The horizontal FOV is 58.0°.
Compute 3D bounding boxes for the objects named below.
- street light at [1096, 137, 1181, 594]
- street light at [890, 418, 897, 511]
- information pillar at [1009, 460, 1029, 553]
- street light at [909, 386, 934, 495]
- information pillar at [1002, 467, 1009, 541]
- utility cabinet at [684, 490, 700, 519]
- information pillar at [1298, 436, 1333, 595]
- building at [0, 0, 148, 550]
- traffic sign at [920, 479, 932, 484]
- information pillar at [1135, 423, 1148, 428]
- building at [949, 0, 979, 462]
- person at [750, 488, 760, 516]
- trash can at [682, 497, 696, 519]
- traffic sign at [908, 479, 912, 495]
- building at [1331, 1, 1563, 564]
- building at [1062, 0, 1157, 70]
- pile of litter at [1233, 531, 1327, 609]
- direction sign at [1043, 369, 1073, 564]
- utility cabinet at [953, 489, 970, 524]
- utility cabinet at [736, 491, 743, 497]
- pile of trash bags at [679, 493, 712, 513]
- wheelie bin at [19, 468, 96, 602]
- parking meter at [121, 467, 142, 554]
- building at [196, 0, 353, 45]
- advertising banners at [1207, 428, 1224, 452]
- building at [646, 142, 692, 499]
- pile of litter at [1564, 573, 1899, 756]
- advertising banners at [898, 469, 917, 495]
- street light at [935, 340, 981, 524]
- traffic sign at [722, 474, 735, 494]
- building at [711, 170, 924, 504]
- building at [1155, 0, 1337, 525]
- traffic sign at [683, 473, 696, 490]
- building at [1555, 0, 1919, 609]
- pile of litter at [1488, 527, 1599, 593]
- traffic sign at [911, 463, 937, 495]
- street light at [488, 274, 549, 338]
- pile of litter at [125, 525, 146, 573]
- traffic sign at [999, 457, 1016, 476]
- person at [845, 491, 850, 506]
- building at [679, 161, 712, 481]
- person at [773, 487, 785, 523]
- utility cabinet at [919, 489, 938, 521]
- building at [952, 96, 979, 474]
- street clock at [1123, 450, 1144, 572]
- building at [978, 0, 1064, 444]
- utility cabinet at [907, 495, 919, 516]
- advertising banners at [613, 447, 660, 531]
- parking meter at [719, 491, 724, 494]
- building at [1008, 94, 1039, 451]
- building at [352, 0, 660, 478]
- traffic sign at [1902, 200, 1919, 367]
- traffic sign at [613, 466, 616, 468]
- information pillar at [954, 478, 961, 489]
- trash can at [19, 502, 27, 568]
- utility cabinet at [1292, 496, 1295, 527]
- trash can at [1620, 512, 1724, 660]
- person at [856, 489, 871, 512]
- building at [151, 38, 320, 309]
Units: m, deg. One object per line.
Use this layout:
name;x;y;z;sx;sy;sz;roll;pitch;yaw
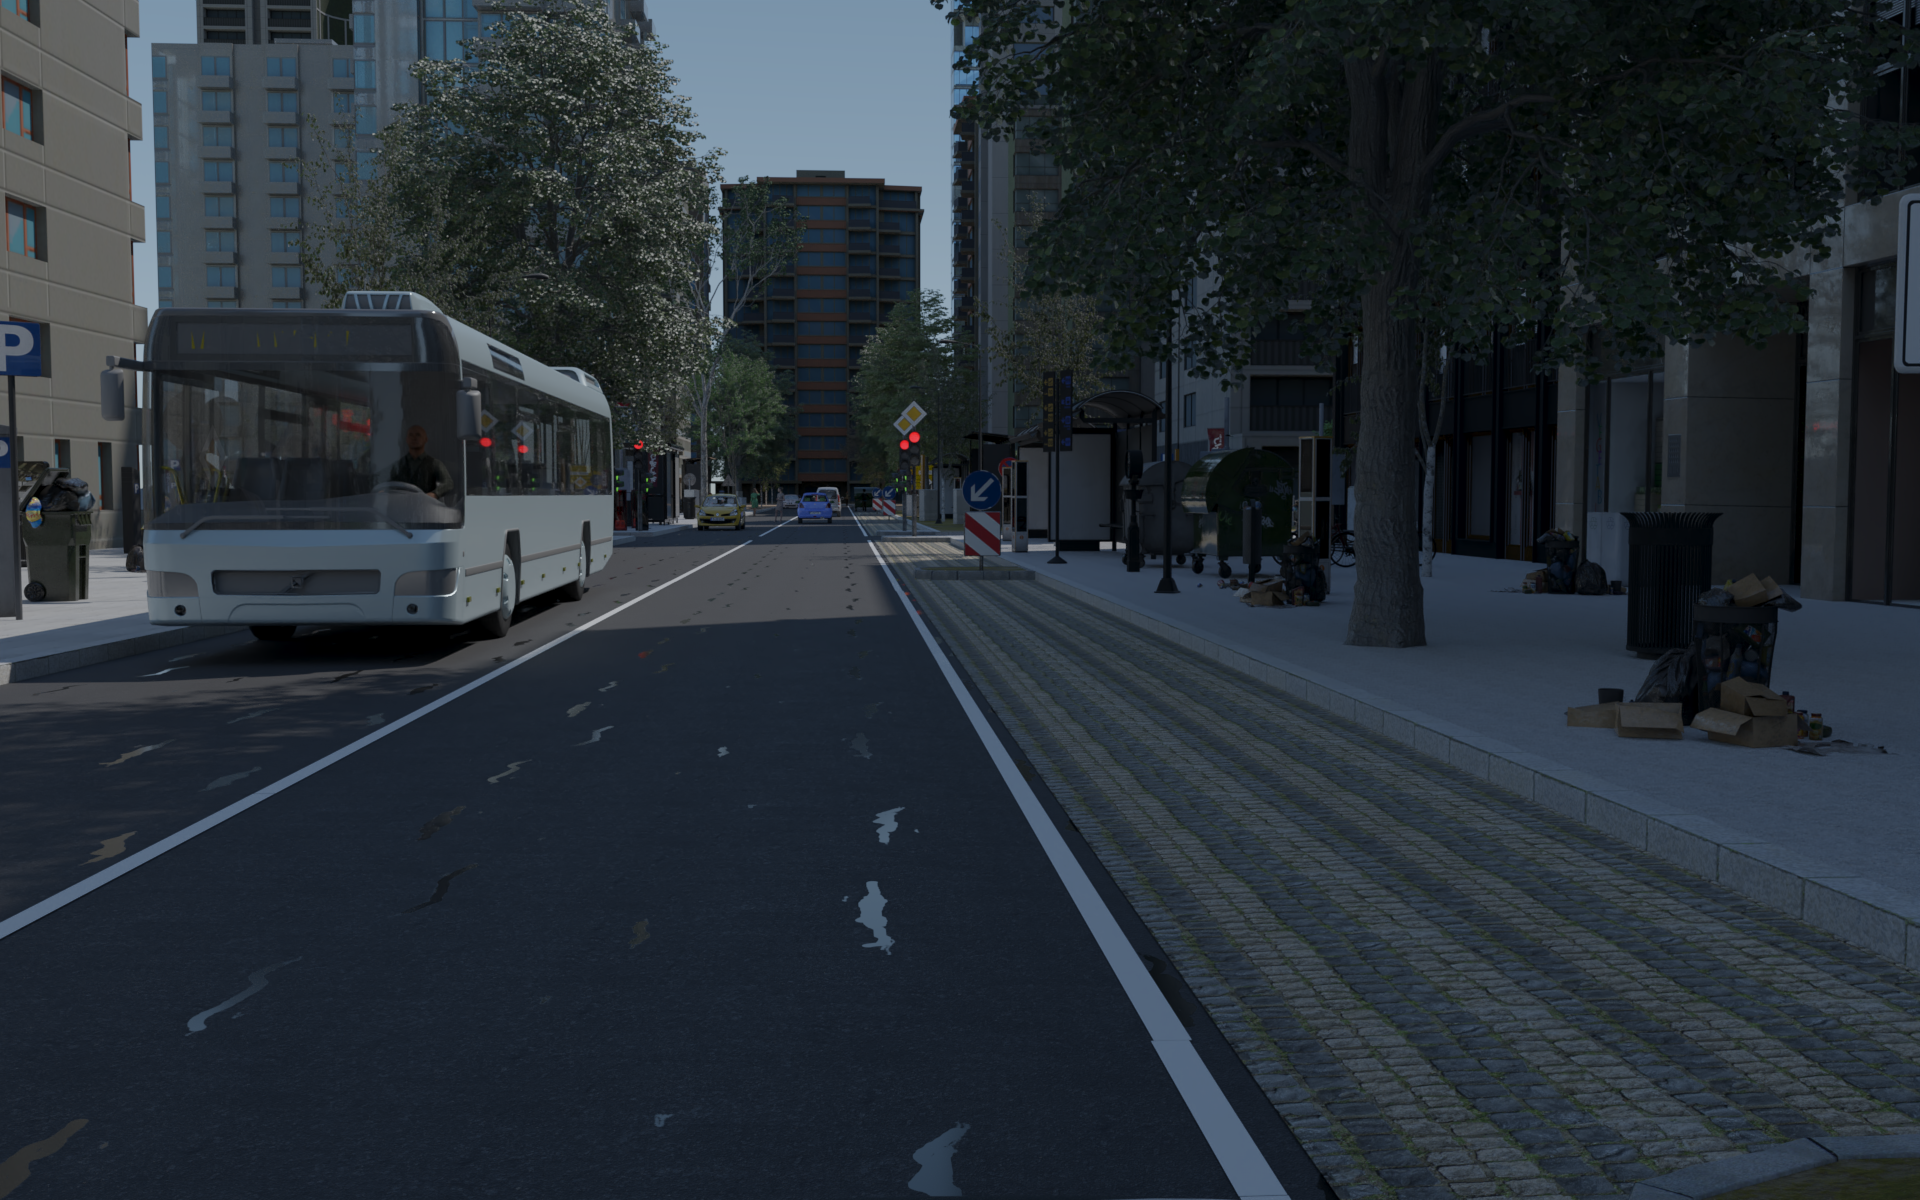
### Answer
street light;2.152;-3.042;22.285;1.470;5.913;1.316;0;4;-4
street light;-3.555;-8.075;104.567;1.470;5.913;1.316;0;4;-4
information pillar;1.314;-2.048;37.979;0.304;2.012;0.304;-1;4;-14
street light;-1.460;-6.242;74.601;1.470;5.913;1.316;0;4;-4
information pillar;1.351;-2.612;47.203;0.304;2.012;0.304;2;4;28
utility cabinet;-13.717;-4.893;88.676;0.318;1.500;1.173;-2;4;-34
information pillar;4.533;-1.078;22.121;0.304;2.012;0.304;-2;4;-29
building;-33.675;-11.192;28.027;28.899;21.520;27.650;0;4;-4
traffic sign;-2.138;-6.646;109.852;0.795;2.450;0.064;0;4;2
information pillar;5.022;-3.466;48.017;0.183;3.616;0.504;-2;4;-33
building;10.389;-56.548;237.230;31.000;86.520;22.319;0;4;-4
person;-13.175;-6.257;111.045;0.600;1.795;0.529;0;4;5
trash can;-13.679;-4.642;87.551;0.748;1.137;0.748;0;3;0
traffic sign;-3.180;-6.570;107.529;0.768;2.556;0.104;0;4;3
building;16.381;-12.690;37.156;12.332;23.373;15.834;0;4;-4
building;12.535;-20.046;99.446;14.160;30.474;14.107;0;4;-4
pile of litter;3.738;-0.384;20.247;1.176;0.858;1.719;2;4;34
direction sign;1.795;-2.440;31.895;0.379;3.537;0.876;-2;4;-33
utility cabinet;0.299;-3.921;72.791;1.173;1.500;0.318;-2;4;-31
utility cabinet;-16.878;-7.535;131.880;0.318;1.500;1.173;1;4;10
pile of trash bags;-18.230;-6.705;119.384;3.447;1.369;1.912;3;5;39
wheelie bin;-10.858;-0.794;20.888;0.693;1.594;0.980;0;4;-6
parking meter;-17.893;-1.939;37.417;0.255;1.863;0.399;0;4;0
building;-87.274;-48.443;230.287;20.611;71.187;20.563;0;4;-4
advertising banners;7.460;-3.014;45.472;2.074;3.025;0.090;2;4;28
building;-40.980;-30.113;184.221;23.993;40.220;32.217;0;4;-4
pile of litter;4.003;0.291;9.200;1.176;0.858;1.719;-1;4;-17
advertising banners;-2.913;-6.875;108.591;2.074;3.025;0.090;1;4;13
street light;0.062;-4.875;52.251;1.470;5.913;1.316;0;4;-4
traffic sign;-15.097;-6.906;112.922;0.884;2.594;0.081;0;4;-2
building;-19.608;-35.608;236.816;28.867;44.769;22.147;0;4;-4
building;20.960;-39.171;78.705;20.611;71.187;20.563;0;4;-4
traffic sign;-16.549;-6.479;106.039;0.768;2.556;0.104;0;4;-3
building;20.606;-12.670;11.667;19.350;26.468;34.151;0;4;-4
pile of litter;7.819;-0.520;22.475;1.176;0.858;1.719;-3;5;-45
traffic sign;-2.293;-7.119;110.272;2.265;3.308;0.079;0;4;3
street light;-9.362;-3.919;36.610;1.470;5.913;1.316;0;4;-4
pile of litter;-13.240;-0.922;29.034;1.176;0.858;1.719;1;4;22
traffic sign;1.722;-3.667;60.060;0.768;2.556;0.104;0;4;4
person;-13.650;-12.306;209.800;0.705;1.812;1.348;1;4;22
building;-40.819;-35.551;231.363;14.200;45.320;14.600;0;4;-4
person;-9.065;-4.764;86.730;0.599;1.781;0.374;3;4;37
utility cabinet;-1.469;-4.473;81.815;0.318;1.500;1.173;2;4;32
building;10.586;-32.724;189.664;22.147;44.769;28.867;0;4;-4
street clock;2.857;-1.464;28.504;0.358;2.002;0.471;0;4;-6
building;12.223;-37.841;160.702;21.231;58.520;28.212;0;4;-4
utility cabinet;-2.740;-5.489;100.902;0.306;1.237;1.020;-2;4;-35
advertising banners;-12.082;-4.187;64.644;2.074;3.025;0.090;1;4;22
parking meter;-17.141;-7.113;124.700;0.372;1.533;0.369;0;3;0
building;10.367;-21.861;129.136;14.160;30.474;14.107;0;4;-4
building;-37.773;-32.291;147.563;23.786;49.044;30.456;0;4;-4
traffic sign;3.511;-0.235;5.974;0.606;2.300;0.079;0;4;5
traffic sign;-13.478;-4.038;66.132;0.768;2.556;0.104;0;4;0
information pillar;-0.097;-4.476;77.676;0.304;2.012;0.304;0;4;5
trash can;-16.537;-1.143;30.348;0.748;1.137;0.748;0;3;0
utility cabinet;12.776;-3.498;68.352;0.306;1.237;1.020;-2;4;-25
trash can;5.527;-0.113;13.495;0.748;1.137;0.748;0;3;0
person;-7.694;-7.994;138.832;1.348;1.869;0.705;-3;4;-37
building;-68.836;-34.616;185.583;30.456;49.044;23.786;0;4;-4
